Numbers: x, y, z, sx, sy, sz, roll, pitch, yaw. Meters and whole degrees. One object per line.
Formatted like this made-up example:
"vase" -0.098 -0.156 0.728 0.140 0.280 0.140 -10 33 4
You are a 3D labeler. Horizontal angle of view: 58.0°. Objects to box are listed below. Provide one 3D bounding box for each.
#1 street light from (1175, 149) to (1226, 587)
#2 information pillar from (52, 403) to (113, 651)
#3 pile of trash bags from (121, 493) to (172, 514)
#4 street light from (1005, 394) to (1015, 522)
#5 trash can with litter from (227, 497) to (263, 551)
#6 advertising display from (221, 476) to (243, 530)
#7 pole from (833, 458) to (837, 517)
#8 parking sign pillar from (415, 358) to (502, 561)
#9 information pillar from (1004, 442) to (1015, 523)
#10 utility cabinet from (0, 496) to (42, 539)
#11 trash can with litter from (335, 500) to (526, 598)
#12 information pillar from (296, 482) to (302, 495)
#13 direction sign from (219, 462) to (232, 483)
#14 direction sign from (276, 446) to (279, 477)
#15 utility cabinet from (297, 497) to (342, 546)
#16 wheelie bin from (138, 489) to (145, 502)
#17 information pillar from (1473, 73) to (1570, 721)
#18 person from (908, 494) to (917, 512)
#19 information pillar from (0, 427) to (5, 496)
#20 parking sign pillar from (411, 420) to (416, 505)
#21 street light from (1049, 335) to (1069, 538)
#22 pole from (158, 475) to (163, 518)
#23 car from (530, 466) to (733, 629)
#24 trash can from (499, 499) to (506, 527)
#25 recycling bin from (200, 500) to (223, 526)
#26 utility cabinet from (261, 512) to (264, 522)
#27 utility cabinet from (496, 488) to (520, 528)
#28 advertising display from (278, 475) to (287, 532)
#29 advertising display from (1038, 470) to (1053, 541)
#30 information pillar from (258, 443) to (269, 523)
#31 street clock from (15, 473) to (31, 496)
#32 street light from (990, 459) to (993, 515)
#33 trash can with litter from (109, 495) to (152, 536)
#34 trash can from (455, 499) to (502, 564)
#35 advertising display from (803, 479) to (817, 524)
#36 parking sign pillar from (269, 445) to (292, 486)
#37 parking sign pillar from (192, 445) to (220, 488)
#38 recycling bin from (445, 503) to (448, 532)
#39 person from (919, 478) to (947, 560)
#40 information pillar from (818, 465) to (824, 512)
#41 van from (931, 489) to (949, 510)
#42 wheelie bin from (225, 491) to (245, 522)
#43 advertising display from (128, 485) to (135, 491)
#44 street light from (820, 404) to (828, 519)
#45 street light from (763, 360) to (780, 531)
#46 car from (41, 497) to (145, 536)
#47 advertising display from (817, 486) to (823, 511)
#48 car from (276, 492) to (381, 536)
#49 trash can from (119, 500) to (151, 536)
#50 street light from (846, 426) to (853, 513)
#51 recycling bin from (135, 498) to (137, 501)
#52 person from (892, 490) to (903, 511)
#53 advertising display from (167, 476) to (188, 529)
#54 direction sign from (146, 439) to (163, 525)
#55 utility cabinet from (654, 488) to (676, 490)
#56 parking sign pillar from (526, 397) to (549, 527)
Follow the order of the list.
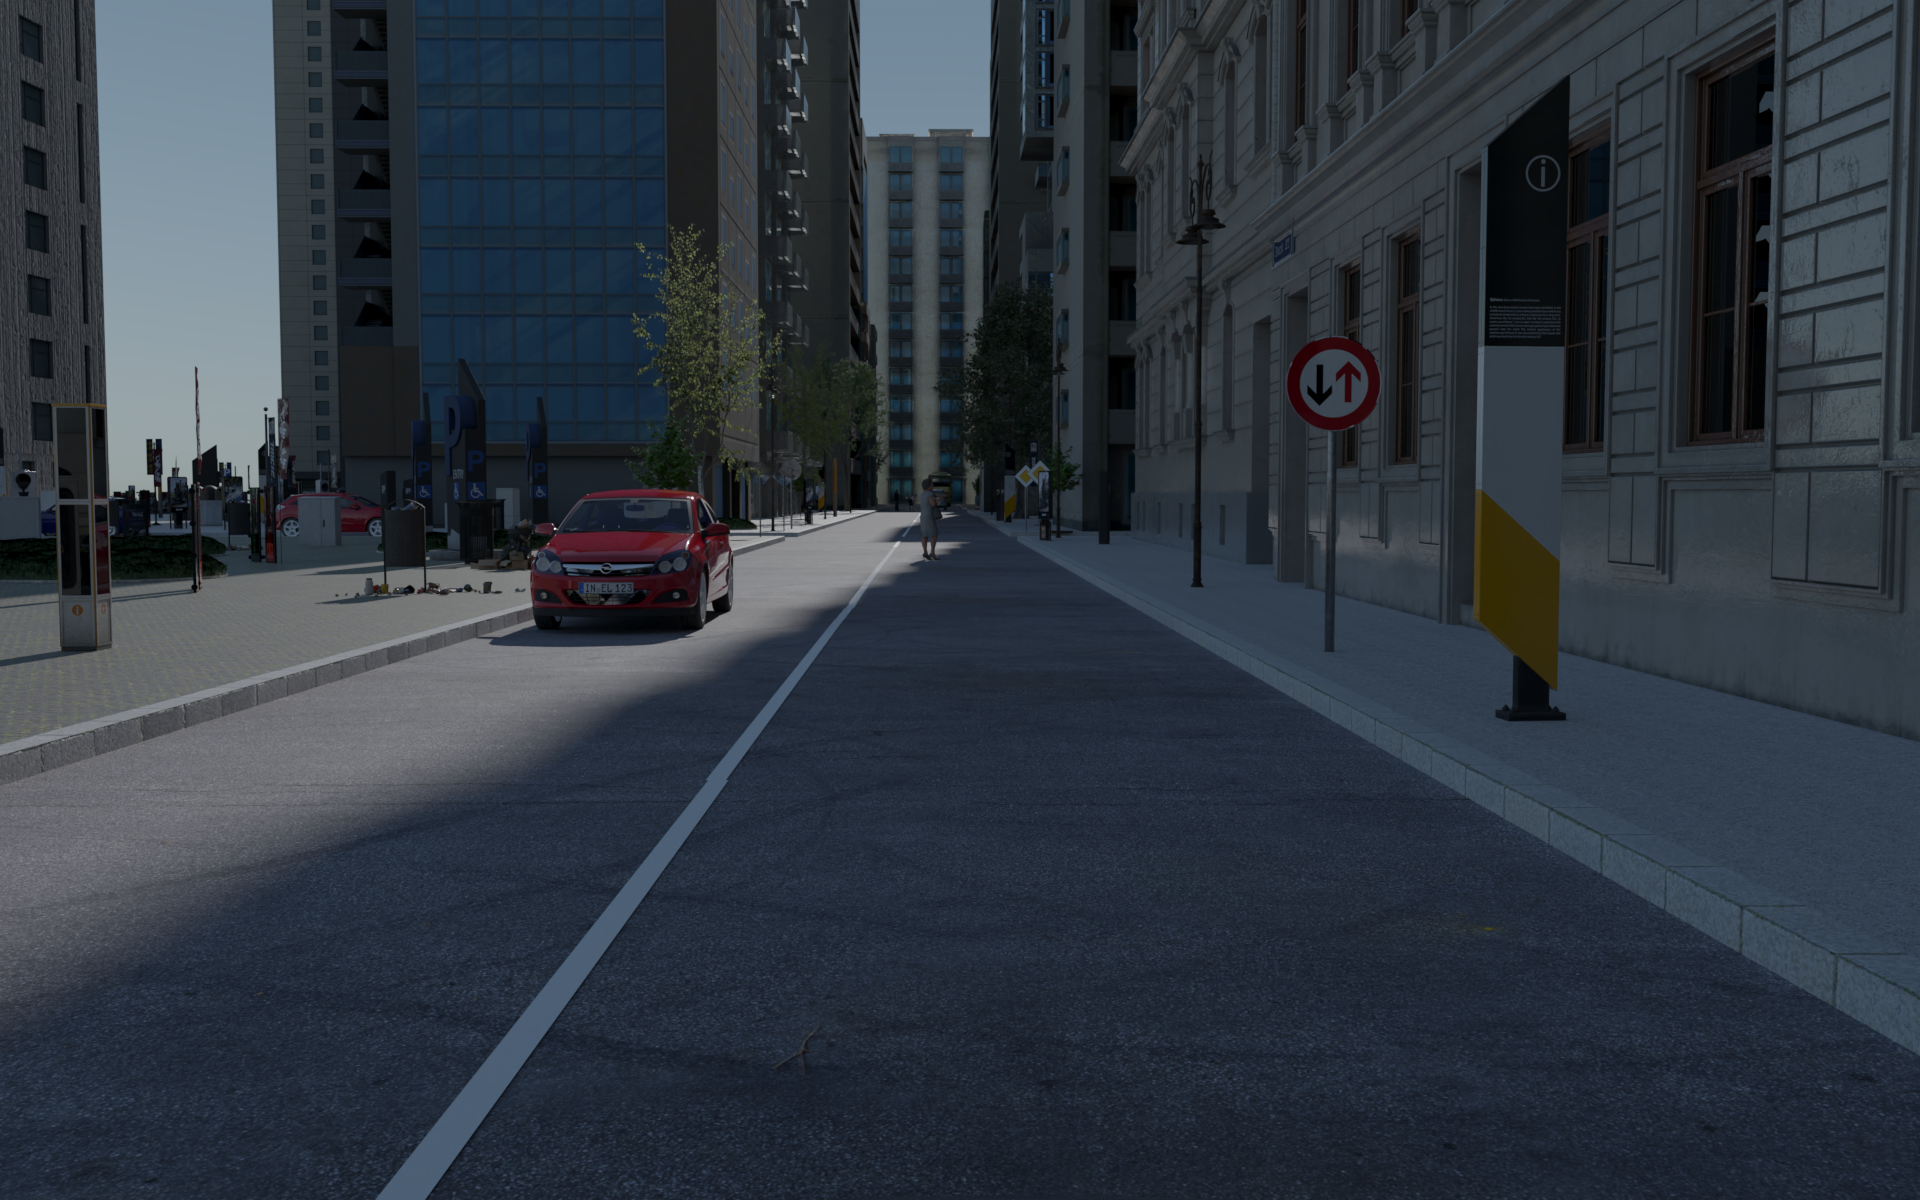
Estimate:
"street light" 3.271 -3.115 23.718 0.468 5.910 1.993 0 4 -1
"information pillar" -7.194 -0.594 14.210 0.304 2.012 0.304 0 4 -2
"pile of trash bags" -51.948 -6.140 110.140 1.912 1.369 3.447 2 4 28
"street light" 2.337 -6.575 80.291 0.468 5.910 1.993 0 4 -1
"trash can with litter" -16.881 -1.743 39.557 2.233 1.210 1.678 -3 5 -41
"advertising display" -26.027 -3.472 61.982 0.123 1.923 0.974 1 4 17
"pole" -7.046 -6.348 97.640 0.158 3.312 0.155 0 3 0
"parking sign pillar" -9.680 -2.780 33.930 1.447 3.967 1.447 -2 4 -32
"information pillar" 2.234 -5.291 77.865 0.504 3.616 0.183 0 4 -7
"utility cabinet" -24.604 -2.086 45.271 1.020 1.237 0.306 -1 4 -23
"trash can with litter" -6.781 -0.690 22.337 2.233 1.210 1.678 0 4 -7
"information pillar" -39.521 -6.050 103.403 0.304 2.012 0.304 1 4 8
"direction sign" -52.083 -8.004 122.855 0.876 3.537 0.379 0 4 -4
"direction sign" -31.978 -5.475 81.509 0.379 3.537 0.876 0 4 7
"utility cabinet" -15.972 -1.959 43.196 1.020 1.237 0.306 1 4 11
"wheelie bin" -49.781 -5.980 105.679 0.693 1.594 0.980 -2 4 -26
"information pillar" 3.171 -1.126 9.757 0.504 3.616 0.183 0 4 -6
"person" -3.731 -7.704 137.642 0.799 1.438 0.628 0 4 8
"information pillar" -28.616 -3.670 51.362 0.183 3.616 0.504 3 5 44
"parking sign pillar" -14.082 -3.481 45.388 1.447 3.967 1.447 -1 4 -19
"street light" 2.874 -4.750 50.458 0.468 5.910 1.993 0 4 -1
"pole" -42.988 -6.068 93.047 0.158 3.312 0.155 0 3 0
"car" -3.642 -0.652 19.697 2.155 1.783 4.494 0 4 -1
"trash can" -13.864 -2.438 51.518 0.748 1.137 0.748 0 3 0
"recycling bin" -30.239 -3.504 69.847 0.722 1.027 0.722 -3 5 -44
"utility cabinet" -32.042 -4.191 79.689 0.306 1.237 1.020 2 4 30
"utility cabinet" -16.514 -3.343 63.332 0.318 1.500 1.173 -3 5 -45
"advertising display" -22.997 -3.278 58.813 0.123 1.923 0.974 -2 4 -31
"advertising display" 2.352 -2.600 47.719 0.123 1.923 0.974 -1 4 -15
"information pillar" -30.598 -5.187 76.157 0.504 3.616 0.183 1 4 13
"street clock" -32.470 -3.395 60.075 0.471 2.002 0.358 -2 4 -34
"street light" 1.975 -8.211 107.031 0.468 5.910 1.993 0 4 -1
"trash can with litter" -24.198 -2.390 50.126 2.233 1.210 1.678 -1 4 -21
"trash can" -8.879 -1.233 31.806 0.748 1.137 0.748 0 3 0
"advertising display" -6.417 -4.173 73.439 0.123 1.923 0.974 1 4 16
"parking sign pillar" -34.568 -6.098 88.172 1.447 3.967 1.447 1 4 14
"parking sign pillar" -41.040 -6.470 94.263 1.447 3.967 1.447 0 4 -5
"recycling bin" -14.147 -2.221 48.861 0.722 1.027 0.722 -1 4 -16
"person" -0.564 -1.762 37.660 0.532 1.782 0.716 -2 4 -30
"information pillar" -9.669 -7.925 120.931 0.504 3.616 0.183 -1 4 -15
"van" -1.980 -8.935 153.093 2.013 2.044 4.112 0 4 0
"wheelie bin" -33.784 -4.431 80.350 0.693 1.594 0.980 0 4 -2
"advertising display" -60.396 -7.408 126.328 0.123 1.923 0.974 0 4 -4
"street light" -6.863 -7.047 88.004 0.468 5.910 1.993 0 4 -1
"street light" -6.481 -5.324 59.842 0.468 5.910 1.993 0 4 -1
"car" -28.509 -2.657 56.016 3.894 1.354 1.945 0 4 -2
"advertising display" -10.645 -7.756 132.029 0.974 1.923 0.123 3 5 39
"car" -19.758 -2.860 55.799 4.494 1.783 2.155 0 4 1
"trash can" -20.935 -1.978 43.988 0.748 1.137 0.748 0 3 0
"street light" -7.302 -8.725 115.446 0.468 5.910 1.993 0 4 -1
"recycling bin" -54.067 -6.123 112.658 0.722 1.027 0.722 2 4 26
"person" -5.406 -8.585 148.879 0.705 1.822 1.348 3 5 41
"advertising display" -28.885 -3.593 63.961 0.123 1.923 0.974 1 4 14
"direction sign" -32.936 -4.824 70.872 0.876 3.537 0.379 2 4 24
"utility cabinet" -10.235 -3.155 60.266 1.173 1.500 0.318 3 5 40
"parking sign pillar" -11.556 -3.603 47.388 1.447 3.967 1.447 -1 4 -19
